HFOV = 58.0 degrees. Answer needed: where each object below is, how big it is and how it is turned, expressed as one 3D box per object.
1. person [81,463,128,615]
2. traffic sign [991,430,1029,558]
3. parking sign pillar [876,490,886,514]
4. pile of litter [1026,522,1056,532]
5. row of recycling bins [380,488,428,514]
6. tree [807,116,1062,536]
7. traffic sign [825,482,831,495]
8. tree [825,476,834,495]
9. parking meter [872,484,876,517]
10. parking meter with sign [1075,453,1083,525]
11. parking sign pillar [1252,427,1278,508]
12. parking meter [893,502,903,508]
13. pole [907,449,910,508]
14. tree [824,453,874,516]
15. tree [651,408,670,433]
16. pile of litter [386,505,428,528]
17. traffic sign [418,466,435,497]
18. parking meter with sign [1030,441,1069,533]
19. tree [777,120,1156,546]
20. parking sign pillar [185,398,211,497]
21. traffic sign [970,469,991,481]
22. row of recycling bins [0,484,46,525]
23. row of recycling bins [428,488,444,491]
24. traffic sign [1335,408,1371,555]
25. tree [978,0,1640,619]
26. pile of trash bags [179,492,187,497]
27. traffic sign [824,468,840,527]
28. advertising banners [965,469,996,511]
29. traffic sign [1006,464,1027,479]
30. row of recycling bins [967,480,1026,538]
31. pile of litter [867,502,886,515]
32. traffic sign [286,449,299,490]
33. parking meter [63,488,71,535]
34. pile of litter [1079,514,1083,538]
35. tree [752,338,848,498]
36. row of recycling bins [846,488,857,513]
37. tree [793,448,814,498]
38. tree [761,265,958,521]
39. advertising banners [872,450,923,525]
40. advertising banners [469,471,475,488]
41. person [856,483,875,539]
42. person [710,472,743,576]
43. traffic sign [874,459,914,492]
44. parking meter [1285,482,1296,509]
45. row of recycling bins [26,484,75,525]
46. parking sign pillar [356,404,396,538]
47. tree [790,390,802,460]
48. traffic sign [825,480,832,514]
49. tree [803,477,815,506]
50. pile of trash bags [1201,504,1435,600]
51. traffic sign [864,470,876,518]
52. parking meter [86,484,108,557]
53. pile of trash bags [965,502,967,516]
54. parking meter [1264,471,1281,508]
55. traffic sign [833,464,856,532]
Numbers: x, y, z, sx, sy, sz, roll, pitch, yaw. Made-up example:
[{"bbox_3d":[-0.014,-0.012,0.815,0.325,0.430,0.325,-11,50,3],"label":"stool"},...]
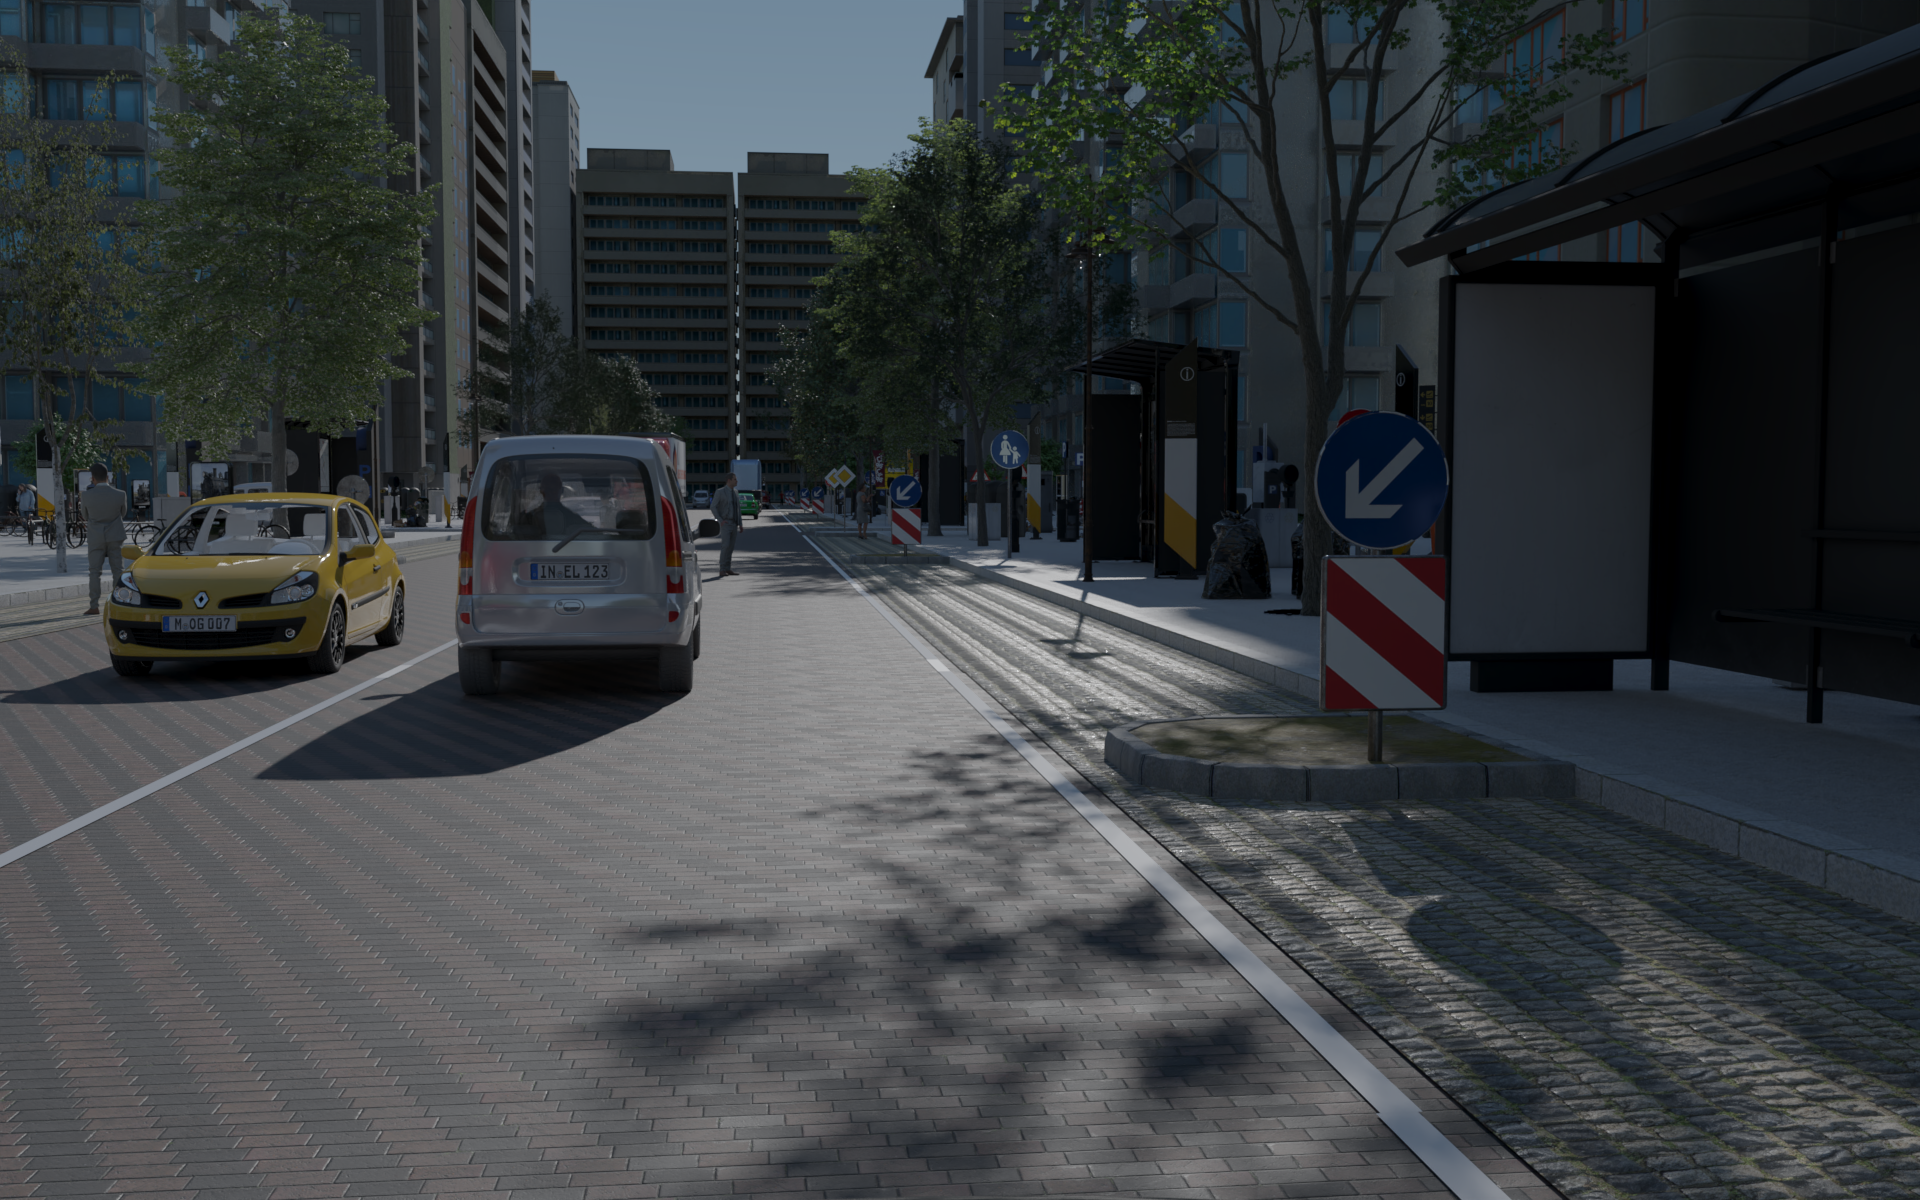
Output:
[{"bbox_3d":[-10.191,-0.730,20.624,0.511,1.800,0.466,-3,5,-43],"label":"person"},{"bbox_3d":[0.992,-2.107,34.554,0.768,2.556,0.104,0,4,0],"label":"traffic sign"},{"bbox_3d":[-5.038,-7.674,113.935,1.447,3.967,1.447,1,4,20],"label":"parking sign pillar"},{"bbox_3d":[2.494,-2.771,59.263,1.719,0.858,1.176,0,4,-7],"label":"pile of litter"},{"bbox_3d":[-36.210,-6.410,111.914,3.534,1.692,1.069,2,4,31],"label":"row of recycling bins"},{"bbox_3d":[-0.652,-8.201,52.208,7.486,12.596,7.792,0,3,0],"label":"tree"},{"bbox_3d":[-10.413,-8.496,139.019,0.768,2.556,0.104,0,4,-6],"label":"traffic sign"},{"bbox_3d":[-10.050,-11.290,134.959,4.360,8.622,3.978,0,3,0],"label":"tree"},{"bbox_3d":[-4.869,-5.590,97.101,0.255,1.863,0.399,-1,4,-17],"label":"parking meter"},{"bbox_3d":[5.374,-4.729,73.573,0.543,3.016,1.738,1,4,19],"label":"parking meter with sign"},{"bbox_3d":[12.242,-4.955,69.482,1.447,3.967,1.447,-1,4,-20],"label":"parking sign pillar"},{"bbox_3d":[-4.775,-7.647,133.443,0.372,1.533,0.369,0,3,0],"label":"parking meter"},{"bbox_3d":[-2.339,-5.141,77.897,0.158,3.312,0.155,0,3,0],"label":"pole"},{"bbox_3d":[-6.334,-7.229,101.900,4.285,4.588,4.351,0,3,0],"label":"tree"},{"bbox_3d":[-35.672,-17.410,210.416,9.928,11.665,9.643,0,3,0],"label":"tree"},{"bbox_3d":[-21.312,-3.228,66.744,1.719,0.858,1.176,-2,4,-34],"label":"pile of litter"},{"bbox_3d":[-24.423,-4.842,79.269,0.768,2.556,0.104,0,4,2],"label":"traffic sign"},{"bbox_3d":[2.673,-3.728,57.220,1.738,3.016,0.543,-1,4,-10],"label":"parking meter with sign"},{"bbox_3d":[0.625,-6.617,42.604,8.767,10.594,7.601,0,4,6],"label":"tree"},{"bbox_3d":[-21.168,-3.651,48.170,1.447,3.967,1.447,-1,4,-13],"label":"parking sign pillar"},{"bbox_3d":[0.855,-4.458,72.890,0.884,2.594,0.081,0,4,0],"label":"traffic sign"},{"bbox_3d":[-40.299,-4.034,73.062,3.534,1.692,1.069,2,4,24],"label":"row of recycling bins"},{"bbox_3d":[-35.390,-6.704,116.724,1.069,1.692,3.534,-3,4,-36],"label":"row of recycling bins"},{"bbox_3d":[5.947,-1.573,25.826,0.768,2.556,0.104,0,4,-2],"label":"traffic sign"},{"bbox_3d":[3.827,-5.652,18.168,9.928,11.665,9.643,0,3,0],"label":"tree"},{"bbox_3d":[-29.327,-3.556,67.888,1.912,1.369,3.447,2,4,31],"label":"pile of trash bags"},{"bbox_3d":[-4.817,-3.843,66.480,0.795,2.450,0.064,0,4,-7],"label":"traffic sign"},{"bbox_3d":[1.230,-6.711,105.912,2.074,3.025,0.090,1,4,17],"label":"advertising banners"},{"bbox_3d":[2.021,-3.669,59.999,0.884,2.594,0.081,0,4,3],"label":"traffic sign"},{"bbox_3d":[1.055,-2.789,52.718,1.069,1.692,3.534,-1,4,-18],"label":"row of recycling bins"},{"bbox_3d":[-5.431,-5.604,105.590,1.176,0.858,1.719,3,4,36],"label":"pile of litter"},{"bbox_3d":[-18.996,-2.976,48.765,0.768,2.556,0.104,0,4,1],"label":"traffic sign"},{"bbox_3d":[-28.154,-2.811,54.374,0.372,1.533,0.369,0,3,0],"label":"parking meter"},{"bbox_3d":[4.019,-2.237,50.539,1.176,0.858,1.719,-1,4,-18],"label":"pile of litter"},{"bbox_3d":[-18.258,-21.371,205.297,12.611,20.169,13.585,0,3,0],"label":"tree"},{"bbox_3d":[-7.676,-6.876,119.539,1.069,1.692,3.534,0,4,8],"label":"row of recycling bins"},{"bbox_3d":[-15.932,-14.245,183.266,4.737,8.622,4.395,0,3,0],"label":"tree"},{"bbox_3d":[-4.869,-10.227,84.217,9.611,12.733,9.660,0,3,0],"label":"tree"},{"bbox_3d":[-2.478,-4.435,68.698,2.074,3.025,0.090,-1,4,-19],"label":"advertising banners"},{"bbox_3d":[-36.746,-8.367,132.991,2.074,3.025,0.090,1,4,10],"label":"advertising banners"},{"bbox_3d":[-2.959,-2.787,54.433,0.532,1.782,0.716,-1,4,-20],"label":"person"},{"bbox_3d":[-4.076,-1.335,30.432,0.391,1.810,0.635,2,4,27],"label":"person"},{"bbox_3d":[-3.734,-6.351,97.717,2.265,3.308,0.079,0,4,-1],"label":"traffic sign"},{"bbox_3d":[10.858,-3.135,56.969,0.255,1.863,0.399,-1,4,-12],"label":"parking meter"},{"bbox_3d":[-37.594,-3.977,72.142,1.069,1.692,3.534,-1,4,-10],"label":"row of recycling bins"},{"bbox_3d":[-17.211,-3.788,50.403,1.447,3.967,1.447,-1,4,-10],"label":"parking sign pillar"},{"bbox_3d":[-8.798,-12.780,127.083,7.486,12.596,7.792,0,3,0],"label":"tree"},{"bbox_3d":[-8.419,-6.920,113.247,0.768,2.556,0.104,0,4,-1],"label":"traffic sign"},{"bbox_3d":[-16.292,-11.783,187.253,1.663,3.219,1.824,0,3,0],"label":"tree"},{"bbox_3d":[4.615,-0.708,21.328,3.447,1.369,1.912,2,4,25],"label":"pile of trash bags"},{"bbox_3d":[-4.713,-5.649,92.472,0.768,2.556,0.104,0,4,3],"label":"traffic sign"},{"bbox_3d":[-17.450,-1.629,35.051,0.372,1.533,0.369,0,3,0],"label":"parking meter"},{"bbox_3d":[-0.597,-5.761,103.948,1.912,1.369,3.447,-1,4,-8],"label":"pile of trash bags"},{"bbox_3d":[7.947,-2.348,44.106,0.399,1.863,0.255,0,3,0],"label":"parking meter"},{"bbox_3d":[-3.905,-3.358,58.547,0.795,2.450,0.064,0,4,-7],"label":"traffic sign"}]
